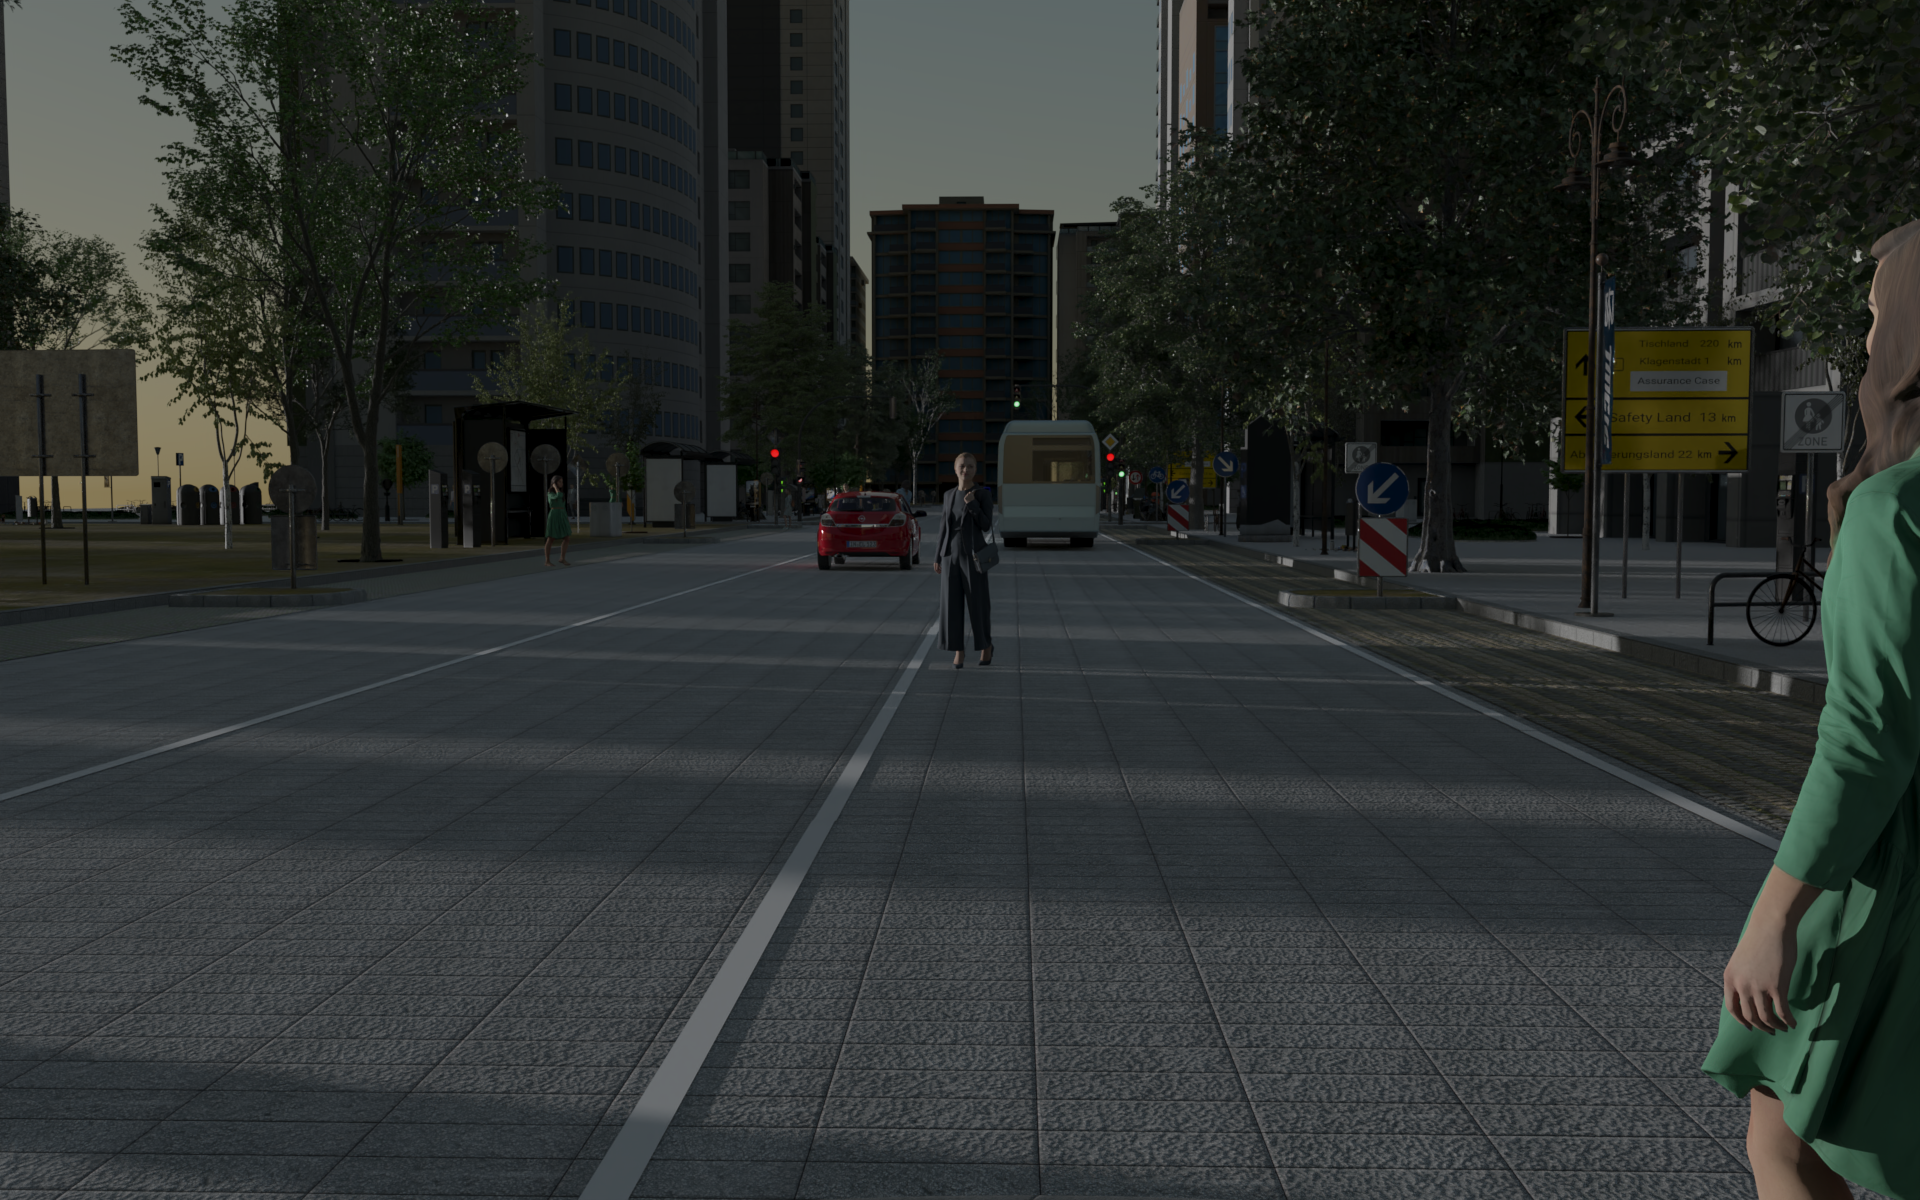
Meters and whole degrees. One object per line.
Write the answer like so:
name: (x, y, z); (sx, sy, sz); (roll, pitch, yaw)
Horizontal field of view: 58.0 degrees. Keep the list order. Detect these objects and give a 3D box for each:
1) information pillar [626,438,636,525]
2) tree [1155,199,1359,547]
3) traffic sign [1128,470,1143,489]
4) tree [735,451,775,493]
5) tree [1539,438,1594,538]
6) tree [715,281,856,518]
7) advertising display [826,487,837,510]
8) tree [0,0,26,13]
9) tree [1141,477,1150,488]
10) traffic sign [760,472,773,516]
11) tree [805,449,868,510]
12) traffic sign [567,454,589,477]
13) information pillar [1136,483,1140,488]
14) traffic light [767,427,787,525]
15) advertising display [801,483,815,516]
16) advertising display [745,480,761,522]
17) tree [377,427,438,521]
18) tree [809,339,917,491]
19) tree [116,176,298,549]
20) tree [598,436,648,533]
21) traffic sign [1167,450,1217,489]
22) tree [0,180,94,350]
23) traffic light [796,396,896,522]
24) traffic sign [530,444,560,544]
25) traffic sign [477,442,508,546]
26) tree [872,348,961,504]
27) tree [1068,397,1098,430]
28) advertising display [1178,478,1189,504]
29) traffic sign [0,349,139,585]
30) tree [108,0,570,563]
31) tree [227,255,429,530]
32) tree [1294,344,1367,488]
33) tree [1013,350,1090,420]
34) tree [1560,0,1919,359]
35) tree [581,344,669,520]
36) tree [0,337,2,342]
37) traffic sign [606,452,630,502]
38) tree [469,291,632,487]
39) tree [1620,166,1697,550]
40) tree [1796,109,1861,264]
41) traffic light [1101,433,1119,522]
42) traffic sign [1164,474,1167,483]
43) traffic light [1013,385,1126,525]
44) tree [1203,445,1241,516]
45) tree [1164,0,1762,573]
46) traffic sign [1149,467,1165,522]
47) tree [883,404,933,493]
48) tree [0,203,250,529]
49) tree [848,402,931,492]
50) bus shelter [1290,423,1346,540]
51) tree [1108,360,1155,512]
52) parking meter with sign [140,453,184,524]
information pillar: (-13.815, -4.971, 72.628); (0.183, 3.616, 0.504); (-3, 4, -39)
tree: (8.005, -5.592, 41.794); (4.737, 8.622, 4.395); (0, 3, 0)
traffic sign: (9.389, -5.661, 92.670); (0.768, 2.556, 0.104); (0, 4, 4)
tree: (-13.831, -8.107, 116.269); (4.285, 4.588, 4.351); (0, 3, 0)
tree: (17.744, -3.426, 50.617); (1.663, 3.219, 1.824); (0, 3, 0)
tree: (-9.456, -10.689, 92.885); (7.486, 12.596, 7.792); (0, 3, 0)
advertising display: (-9.300, -7.353, 125.440); (0.974, 1.923, 0.123); (3, 5, 41)
tree: (-12.195, -6.279, 13.038); (12.009, 13.543, 11.850); (0, 3, 0)
tree: (16.360, -9.389, 148.116); (1.663, 3.219, 1.824); (0, 3, 0)
traffic sign: (-11.243, -6.160, 100.815); (0.768, 2.556, 0.104); (0, 4, 3)
tree: (-9.342, -8.387, 120.835); (4.285, 4.588, 4.351); (0, 3, 0)
traffic sign: (-12.537, -3.493, 56.843); (0.795, 2.593, 0.064); (1, 4, 11)
information pillar: (12.278, -7.072, 120.125); (0.304, 2.012, 0.304); (3, 5, 42)
traffic light: (-7.685, -5.113, 72.511); (0.839, 4.253, 0.868); (0, 4, 2)
advertising display: (-8.944, -5.871, 101.203); (0.974, 1.923, 0.123); (-2, 4, -31)
advertising display: (-9.540, -4.568, 79.904); (0.974, 1.923, 0.123); (3, 5, 44)
tree: (-27.193, -6.165, 84.514); (4.285, 4.588, 4.351); (0, 3, 0)
tree: (-8.167, -14.332, 140.986); (9.857, 13.997, 8.962); (0, 3, 0)
tree: (-17.160, -5.495, 40.201); (4.737, 8.622, 4.395); (0, 3, 0)
tree: (-10.790, -3.820, 57.063); (1.663, 3.219, 1.824); (0, 3, 0)
traffic sign: (10.600, -5.220, 79.218); (2.265, 3.308, 0.079); (0, 4, 7)
tree: (-30.184, -8.117, 49.713); (9.611, 12.733, 9.660); (0, 3, 0)
traffic light: (-5.345, -6.471, 80.463); (4.771, 5.953, 1.251); (0, 4, 2)
traffic sign: (-10.585, -2.698, 44.218); (0.768, 2.556, 0.104); (0, 4, 2)
traffic sign: (-11.422, -2.582, 42.325); (0.768, 2.556, 0.104); (0, 4, 6)
tree: (-4.291, -22.378, 221.775); (12.611, 20.169, 13.585); (0, 3, 0)
tree: (12.445, -14.170, 166.095); (7.601, 10.594, 8.767); (-3, 5, -41)
advertising display: (9.140, -4.011, 70.795); (0.123, 1.923, 0.974); (-1, 4, -13)
traffic sign: (-12.670, -1.870, 24.441); (2.265, 3.308, 0.079); (0, 4, 7)
tree: (-11.173, -6.511, 32.209); (9.928, 11.665, 9.643); (0, 3, 0)
tree: (-22.402, -7.779, 61.600); (8.767, 10.594, 7.601); (2, 4, 25)
tree: (17.515, -8.067, 82.263); (4.360, 8.622, 3.978); (0, 3, 0)
tree: (13.343, -22.807, 228.779); (12.611, 20.169, 13.585); (0, 3, 0)
tree: (7.017, -6.327, 10.109); (9.857, 13.997, 8.962); (0, 3, 0)
tree: (-16.165, -8.219, 84.737); (4.360, 8.622, 3.978); (0, 3, 0)
tree: (-24.393, -6.275, 37.003); (7.601, 10.594, 8.767); (-1, 4, -22)
traffic sign: (-10.456, -3.230, 52.920); (0.768, 2.556, 0.104); (1, 4, 10)
tree: (-14.246, -6.851, 62.378); (4.737, 8.622, 4.395); (0, 3, 0)
tree: (15.669, -5.423, 39.036); (4.360, 8.622, 3.978); (0, 3, 0)
tree: (16.376, -4.976, 31.725); (4.360, 8.622, 3.978); (0, 3, 0)
traffic light: (6.916, -5.575, 80.066); (0.839, 4.253, 0.868); (0, 4, 2)
traffic sign: (12.073, -6.339, 103.756); (0.768, 2.556, 0.104); (0, 4, 6)
traffic light: (4.576, -5.954, 72.008); (4.771, 5.953, 1.251); (0, 4, 2)
tree: (15.170, -7.346, 103.814); (4.285, 4.588, 4.351); (0, 3, 0)
tree: (7.911, -6.800, 28.194); (9.611, 12.733, 9.660); (0, 3, 0)
traffic sign: (9.121, -4.896, 80.163); (0.768, 2.556, 0.104); (1, 4, 8)
tree: (-6.997, -16.376, 193.508); (9.928, 11.665, 9.643); (0, 3, 0)
tree: (-33.648, -8.446, 63.852); (9.928, 11.665, 9.643); (0, 3, 0)
tree: (-7.074, -13.656, 157.681); (8.767, 10.594, 7.601); (-2, 4, -34)
bus shelter: (9.811, -3.489, 50.977); (2.014, 3.302, 5.546); (0, 4, 2)
tree: (10.539, -8.497, 89.286); (4.737, 8.622, 4.395); (0, 3, 0)
parking meter with sign: (-33.746, -4.704, 73.166); (1.738, 3.016, 0.543); (0, 4, 1)
